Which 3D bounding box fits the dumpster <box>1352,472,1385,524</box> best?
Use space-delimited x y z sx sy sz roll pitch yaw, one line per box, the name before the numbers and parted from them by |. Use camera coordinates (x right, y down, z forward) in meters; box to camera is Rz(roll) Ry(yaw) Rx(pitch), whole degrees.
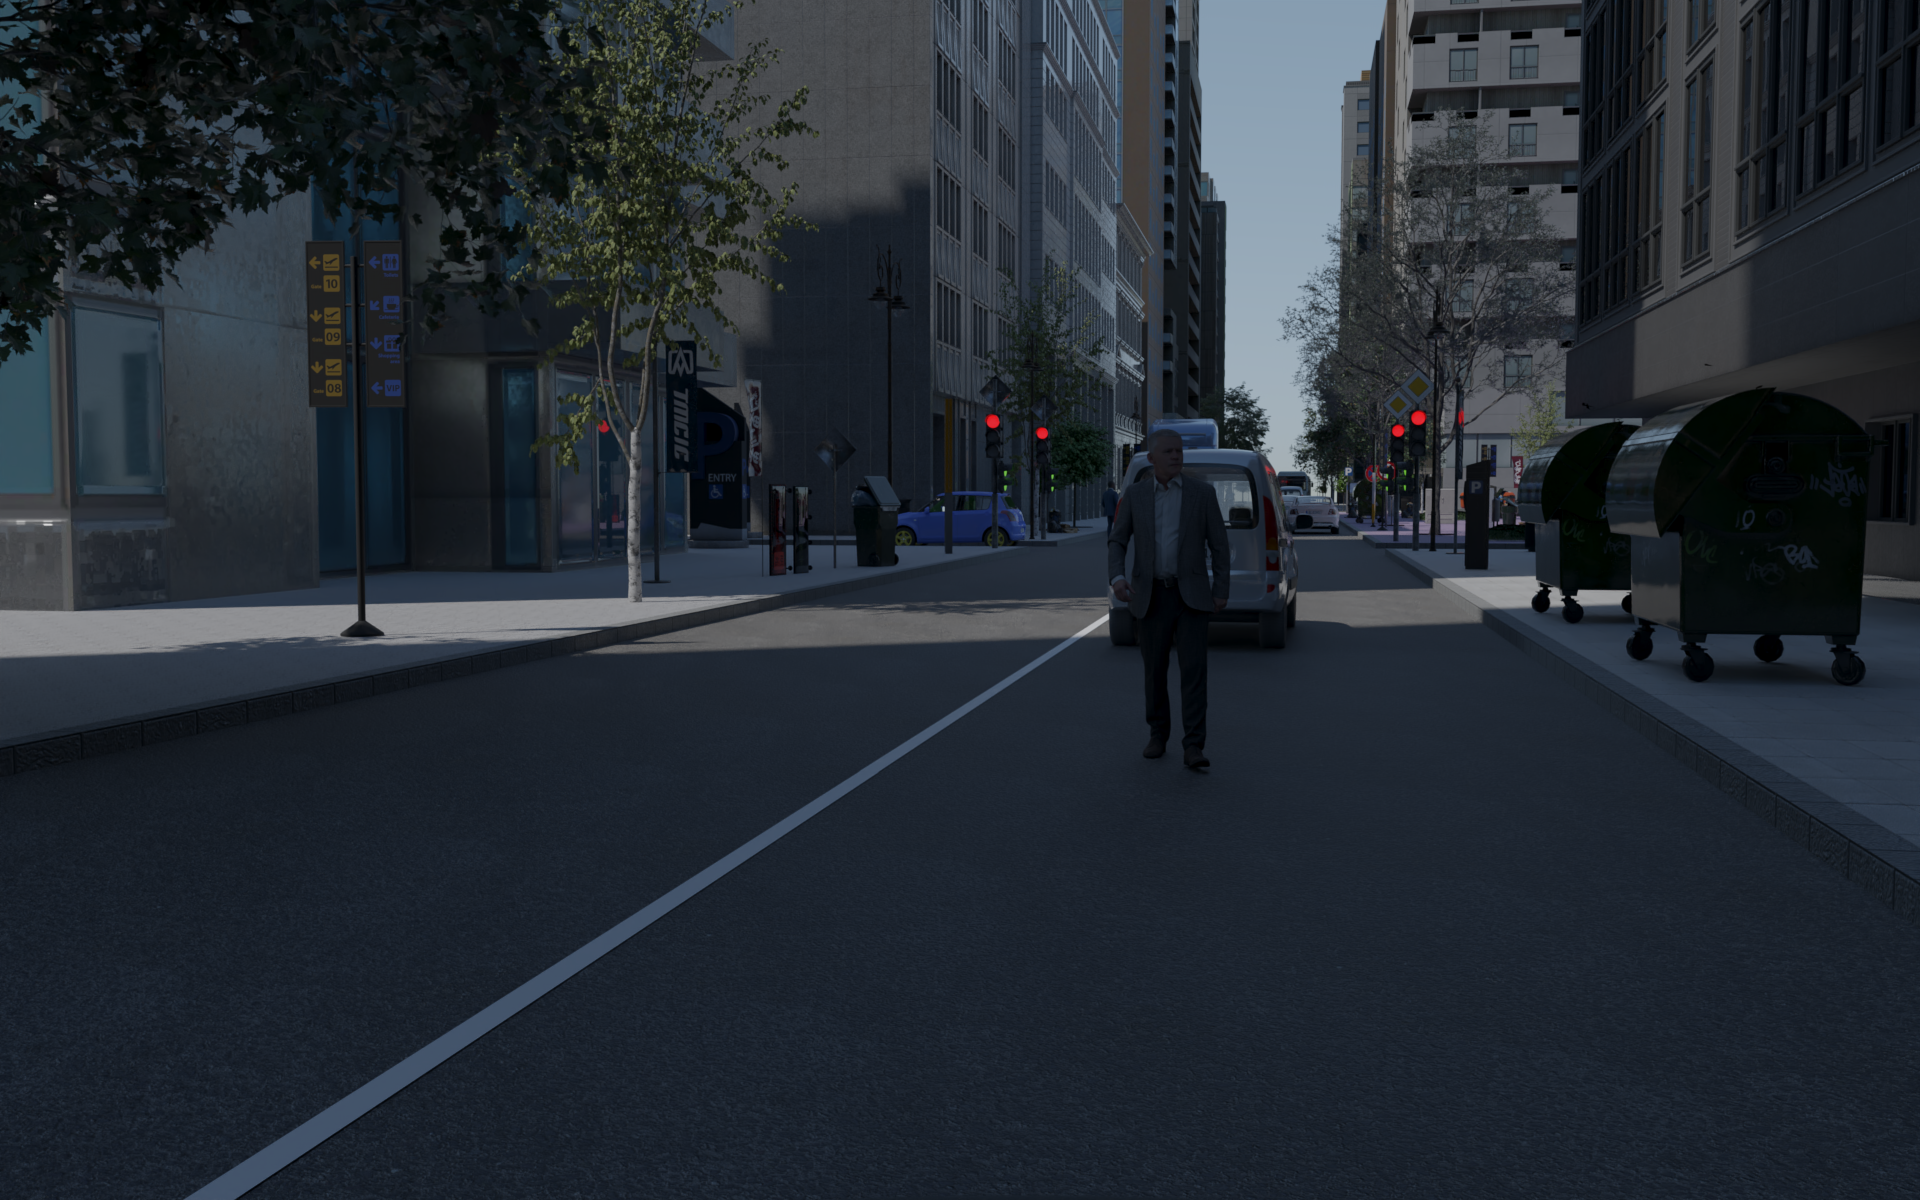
dumpster | 17.987 -4.489 75.893 1.502 2.255 1.985 1 4 11

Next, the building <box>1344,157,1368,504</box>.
building | 54.693 -32.302 211.724 14.154 41.232 14.086 1 4 11

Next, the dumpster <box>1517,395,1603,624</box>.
dumpster | 6.614 -0.934 17.765 1.502 2.255 1.985 1 4 11

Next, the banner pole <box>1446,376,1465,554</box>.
banner pole | 10.580 -2.857 36.725 0.401 3.779 0.863 0 4 5

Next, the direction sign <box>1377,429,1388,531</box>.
direction sign | 14.880 -4.216 60.926 0.379 3.537 0.876 2 4 30

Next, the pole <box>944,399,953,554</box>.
pole | -0.247 -2.649 37.150 0.158 3.312 0.155 0 3 0

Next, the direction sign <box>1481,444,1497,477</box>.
direction sign | 24.155 -5.333 79.185 0.876 3.537 0.379 -2 4 -24

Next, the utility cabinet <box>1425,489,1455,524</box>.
utility cabinet | 20.458 -3.984 73.821 1.173 1.500 0.318 1 4 11

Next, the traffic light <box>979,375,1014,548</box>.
traffic light | 0.842 -3.176 40.853 0.839 4.253 0.868 1 4 11

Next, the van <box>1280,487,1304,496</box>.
van | 18.890 -5.619 98.886 2.013 2.044 4.112 1 4 12

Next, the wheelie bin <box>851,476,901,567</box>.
wheelie bin | -1.524 -1.397 30.752 0.693 1.594 0.980 2 4 33

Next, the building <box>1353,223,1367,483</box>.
building | 48.873 -25.167 183.188 14.160 30.474 14.107 1 4 11

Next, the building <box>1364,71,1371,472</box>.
building | 46.684 -31.644 167.488 14.600 45.320 14.200 1 4 11

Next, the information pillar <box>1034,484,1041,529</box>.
information pillar | 2.722 -3.525 62.119 0.304 2.012 0.304 -1 4 -13

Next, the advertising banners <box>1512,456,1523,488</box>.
advertising banners | 26.235 -5.071 79.096 2.074 3.025 0.090 1 4 11

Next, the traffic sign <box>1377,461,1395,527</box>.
traffic sign | 16.378 -4.061 66.510 0.768 2.556 0.104 1 4 12

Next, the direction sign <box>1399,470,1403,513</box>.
direction sign | 30.139 -7.784 119.269 0.876 3.537 0.379 -1 4 -13

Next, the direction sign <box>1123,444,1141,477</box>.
direction sign | 7.713 -5.248 77.808 0.876 3.537 0.379 2 4 29

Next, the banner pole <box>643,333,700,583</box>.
banner pole | -4.152 -2.133 24.896 0.863 3.779 0.401 1 4 8

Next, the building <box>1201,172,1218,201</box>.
building | 27.995 -39.093 258.773 23.786 49.044 30.456 1 4 11

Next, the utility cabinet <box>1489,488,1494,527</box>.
utility cabinet | 19.555 -3.404 64.335 0.318 1.500 1.173 2 4 26

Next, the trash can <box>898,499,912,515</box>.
trash can | -1.712 -2.272 48.798 0.748 1.137 0.748 0 3 0

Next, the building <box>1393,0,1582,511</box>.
building | 47.413 -33.163 131.451 28.713 52.752 27.495 1 4 11

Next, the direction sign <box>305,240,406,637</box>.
direction sign | -5.415 -1.443 15.583 0.876 3.537 0.379 0 4 3

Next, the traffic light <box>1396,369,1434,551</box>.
traffic light | 10.279 -3.065 39.036 0.839 4.253 0.868 1 4 11

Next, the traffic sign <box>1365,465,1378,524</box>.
traffic sign | 17.872 -4.563 74.705 0.768 2.556 0.104 1 4 19

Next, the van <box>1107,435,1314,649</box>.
van | 2.542 -0.645 17.561 2.013 2.044 4.112 1 4 13

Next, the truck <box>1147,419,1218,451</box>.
truck | 8.992 -4.782 67.940 2.967 4.110 18.799 1 4 9

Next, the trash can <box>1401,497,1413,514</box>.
trash can | 25.219 -5.268 97.791 0.748 1.137 0.748 0 3 0

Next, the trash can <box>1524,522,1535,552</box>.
trash can | 12.872 -1.641 38.491 0.748 1.137 0.748 0 3 0

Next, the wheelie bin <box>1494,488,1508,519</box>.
wheelie bin | 28.143 -5.022 90.018 0.693 1.594 0.980 0 4 1

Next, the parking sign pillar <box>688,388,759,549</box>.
parking sign pillar | -5.758 -3.225 41.198 1.447 3.967 1.447 1 4 9

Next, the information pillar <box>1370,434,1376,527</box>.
information pillar | 16.129 -4.656 67.472 0.183 3.616 0.504 1 4 18

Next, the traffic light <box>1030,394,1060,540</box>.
traffic light | 2.370 -3.656 48.691 0.839 4.253 0.868 1 4 11

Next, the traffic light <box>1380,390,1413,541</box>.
traffic light | 11.808 -3.545 46.874 0.839 4.253 0.868 1 4 11

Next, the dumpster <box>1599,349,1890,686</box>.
dumpster | 5.582 -0.608 12.427 1.502 2.255 1.985 1 4 11

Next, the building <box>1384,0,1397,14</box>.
building | 44.309 -30.789 153.510 14.600 45.320 14.200 1 4 11

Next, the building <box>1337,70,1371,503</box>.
building | 64.657 -43.072 246.225 21.231 58.520 28.212 1 4 11

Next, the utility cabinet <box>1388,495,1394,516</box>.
utility cabinet | 24.849 -5.425 99.861 0.306 1.237 1.020 0 4 8

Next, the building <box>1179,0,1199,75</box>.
building | 21.693 -47.741 218.816 20.563 71.187 20.611 1 4 11

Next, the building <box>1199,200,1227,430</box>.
building | 28.784 -33.786 235.993 14.154 41.232 14.086 1 4 11

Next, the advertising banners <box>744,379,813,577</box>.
advertising banners | -2.858 -1.900 27.255 0.090 3.025 2.074 2 4 24

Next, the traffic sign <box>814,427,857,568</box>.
traffic sign | -2.155 -1.751 29.819 0.795 2.450 0.064 1 4 18

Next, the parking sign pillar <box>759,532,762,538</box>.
parking sign pillar | -6.478 -3.795 50.515 1.447 3.967 1.447 -1 4 -21
